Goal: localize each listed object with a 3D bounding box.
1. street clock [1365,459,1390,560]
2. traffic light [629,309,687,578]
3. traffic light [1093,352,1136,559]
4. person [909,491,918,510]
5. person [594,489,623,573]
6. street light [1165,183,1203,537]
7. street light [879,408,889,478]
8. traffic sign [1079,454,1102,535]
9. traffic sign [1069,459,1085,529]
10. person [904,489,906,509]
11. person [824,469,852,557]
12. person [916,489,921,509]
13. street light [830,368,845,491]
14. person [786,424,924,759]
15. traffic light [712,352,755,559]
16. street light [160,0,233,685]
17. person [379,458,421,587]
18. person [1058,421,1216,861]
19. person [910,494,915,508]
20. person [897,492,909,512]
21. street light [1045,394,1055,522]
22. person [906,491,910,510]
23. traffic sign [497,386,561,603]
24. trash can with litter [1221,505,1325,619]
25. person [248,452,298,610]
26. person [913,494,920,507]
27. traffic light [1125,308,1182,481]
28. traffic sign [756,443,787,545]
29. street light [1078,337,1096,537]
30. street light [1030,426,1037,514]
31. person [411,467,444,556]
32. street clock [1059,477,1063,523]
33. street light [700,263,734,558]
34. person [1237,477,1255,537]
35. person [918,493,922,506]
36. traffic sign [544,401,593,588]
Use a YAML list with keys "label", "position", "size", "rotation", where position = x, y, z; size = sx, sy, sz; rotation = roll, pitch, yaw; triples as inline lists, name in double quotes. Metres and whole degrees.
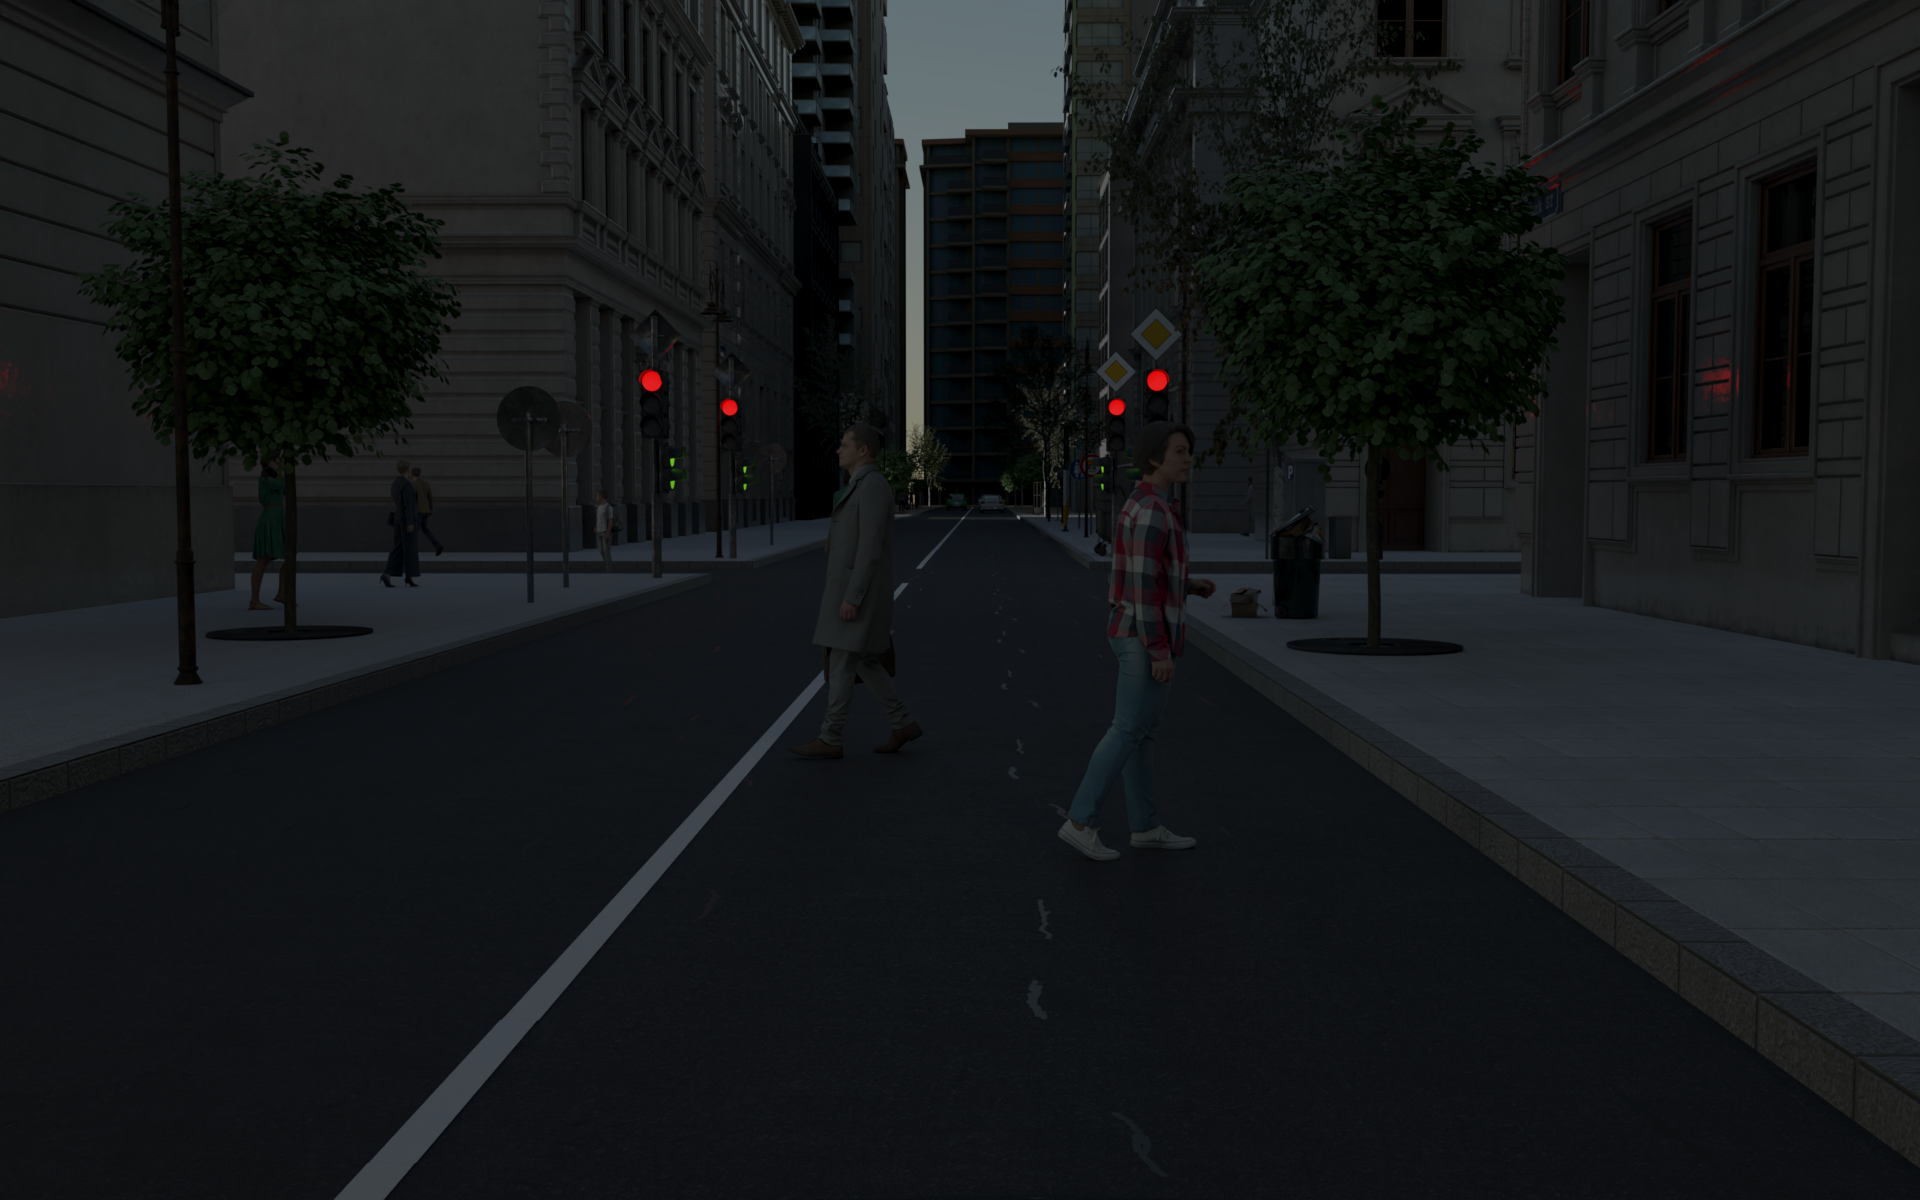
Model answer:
- label: "street clock"
  position: [8.133, -1.787, 33.794]
  size: [0.471, 2.002, 0.358]
  rotation: [-2, 4, -31]
- label: "traffic light"
  position: [-4.617, -2.292, 26.388]
  size: [0.839, 4.253, 0.868]
  rotation: [0, 4, 1]
- label: "traffic light"
  position: [3.057, -2.774, 34.281]
  size: [0.839, 4.253, 0.868]
  rotation: [0, 4, 1]
- label: "person"
  position: [-4.002, -8.310, 142.428]
  size: [1.217, 1.766, 0.721]
  rotation: [-1, 4, -12]
- label: "person"
  position: [-5.966, -1.109, 29.225]
  size: [0.503, 1.515, 0.523]
  rotation: [1, 4, 21]
- label: "street light"
  position: [3.356, -3.250, 25.927]
  size: [0.468, 5.910, 1.993]
  rotation: [0, 4, 1]
- label: "street light"
  position: [-4.046, -7.335, 92.716]
  size: [0.468, 5.910, 1.993]
  rotation: [0, 4, 1]
- label: "traffic sign"
  position: [4.137, -3.329, 54.539]
  size: [0.768, 2.556, 0.104]
  rotation: [0, 4, 2]
- label: "traffic sign"
  position: [4.403, -3.902, 63.908]
  size: [0.768, 2.556, 0.104]
  rotation: [0, 4, 7]
- label: "person"
  position: [-4.666, -8.714, 148.509]
  size: [0.705, 1.826, 1.348]
  rotation: [0, 4, 0]
- label: "person"
  position: [-1.153, -0.616, 18.820]
  size: [0.600, 1.795, 0.529]
  rotation: [-1, 4, -18]
- label: "person"
  position: [-3.707, -8.995, 153.789]
  size: [0.721, 1.739, 1.217]
  rotation: [-1, 4, -19]
- label: "street light"
  position: [-4.480, -5.563, 63.746]
  size: [0.468, 5.910, 1.993]
  rotation: [0, 4, 1]
- label: "person"
  position: [-0.573, -0.052, 9.458]
  size: [0.767, 1.812, 0.694]
  rotation: [0, 4, -6]
- label: "traffic light"
  position: [-4.504, -2.780, 34.372]
  size: [0.839, 4.253, 0.868]
  rotation: [0, 4, 1]
- label: "street light"
  position: [-5.215, -2.369, 11.526]
  size: [0.468, 5.910, 1.993]
  rotation: [0, 4, 1]
- label: "person"
  position: [-7.669, -1.062, 23.828]
  size: [0.576, 1.772, 0.534]
  rotation: [1, 4, 23]
- label: "person"
  position: [0.711, 0.148, 6.918]
  size: [0.643, 1.720, 0.563]
  rotation: [0, 4, 2]
- label: "person"
  position: [-4.513, -9.567, 163.252]
  size: [1.217, 1.735, 0.721]
  rotation: [3, 5, 40]
- label: "person"
  position: [-4.167, -7.376, 127.176]
  size: [0.617, 1.759, 0.750]
  rotation: [3, 4, 37]
- label: "street light"
  position: [4.121, -6.563, 80.093]
  size: [0.468, 5.910, 1.993]
  rotation: [0, 4, 1]
- label: "person"
  position: [-4.179, -7.984, 136.589]
  size: [0.705, 1.822, 1.348]
  rotation: [1, 4, 9]
- label: "traffic sign"
  position: [-5.073, -1.241, 20.393]
  size: [0.768, 2.556, 0.104]
  rotation: [0, 4, 2]
- label: "trash can with litter"
  position: [3.239, -0.399, 17.913]
  size: [1.055, 1.170, 0.624]
  rotation: [1, 4, 12]
- label: "person"
  position: [-7.656, -0.794, 19.269]
  size: [0.529, 1.795, 0.600]
  rotation: [-1, 4, -22]
- label: "person"
  position: [-4.448, -10.279, 174.039]
  size: [1.348, 1.831, 0.705]
  rotation: [-3, 5, -44]
- label: "traffic light"
  position: [2.944, -2.286, 26.296]
  size: [0.839, 4.253, 0.868]
  rotation: [0, 4, 1]
- label: "traffic sign"
  position: [-4.729, -2.650, 43.440]
  size: [0.768, 2.556, 0.104]
  rotation: [0, 4, 5]
- label: "street light"
  position: [3.741, -4.791, 51.122]
  size: [0.468, 5.910, 1.993]
  rotation: [0, 4, 1]
- label: "street light"
  position: [4.648, -8.335, 109.061]
  size: [0.468, 5.910, 1.993]
  rotation: [0, 4, 1]
- label: "person"
  position: [-11.107, -1.824, 35.769]
  size: [0.836, 1.842, 0.656]
  rotation: [-1, 4, -10]
- label: "street clock"
  position: [4.544, -4.346, 75.619]
  size: [0.358, 2.002, 0.471]
  rotation: [-2, 4, -28]
- label: "street light"
  position: [-4.857, -3.791, 34.775]
  size: [0.468, 5.910, 1.993]
  rotation: [0, 4, 1]
- label: "person"
  position: [8.794, -2.797, 52.048]
  size: [0.850, 1.792, 0.678]
  rotation: [2, 4, 30]
- label: "person"
  position: [-4.312, -10.955, 186.069]
  size: [0.530, 1.710, 0.541]
  rotation: [0, 4, 2]
- label: "traffic sign"
  position: [-5.412, -1.444, 23.718]
  size: [0.768, 2.556, 0.104]
  rotation: [0, 4, 1]
